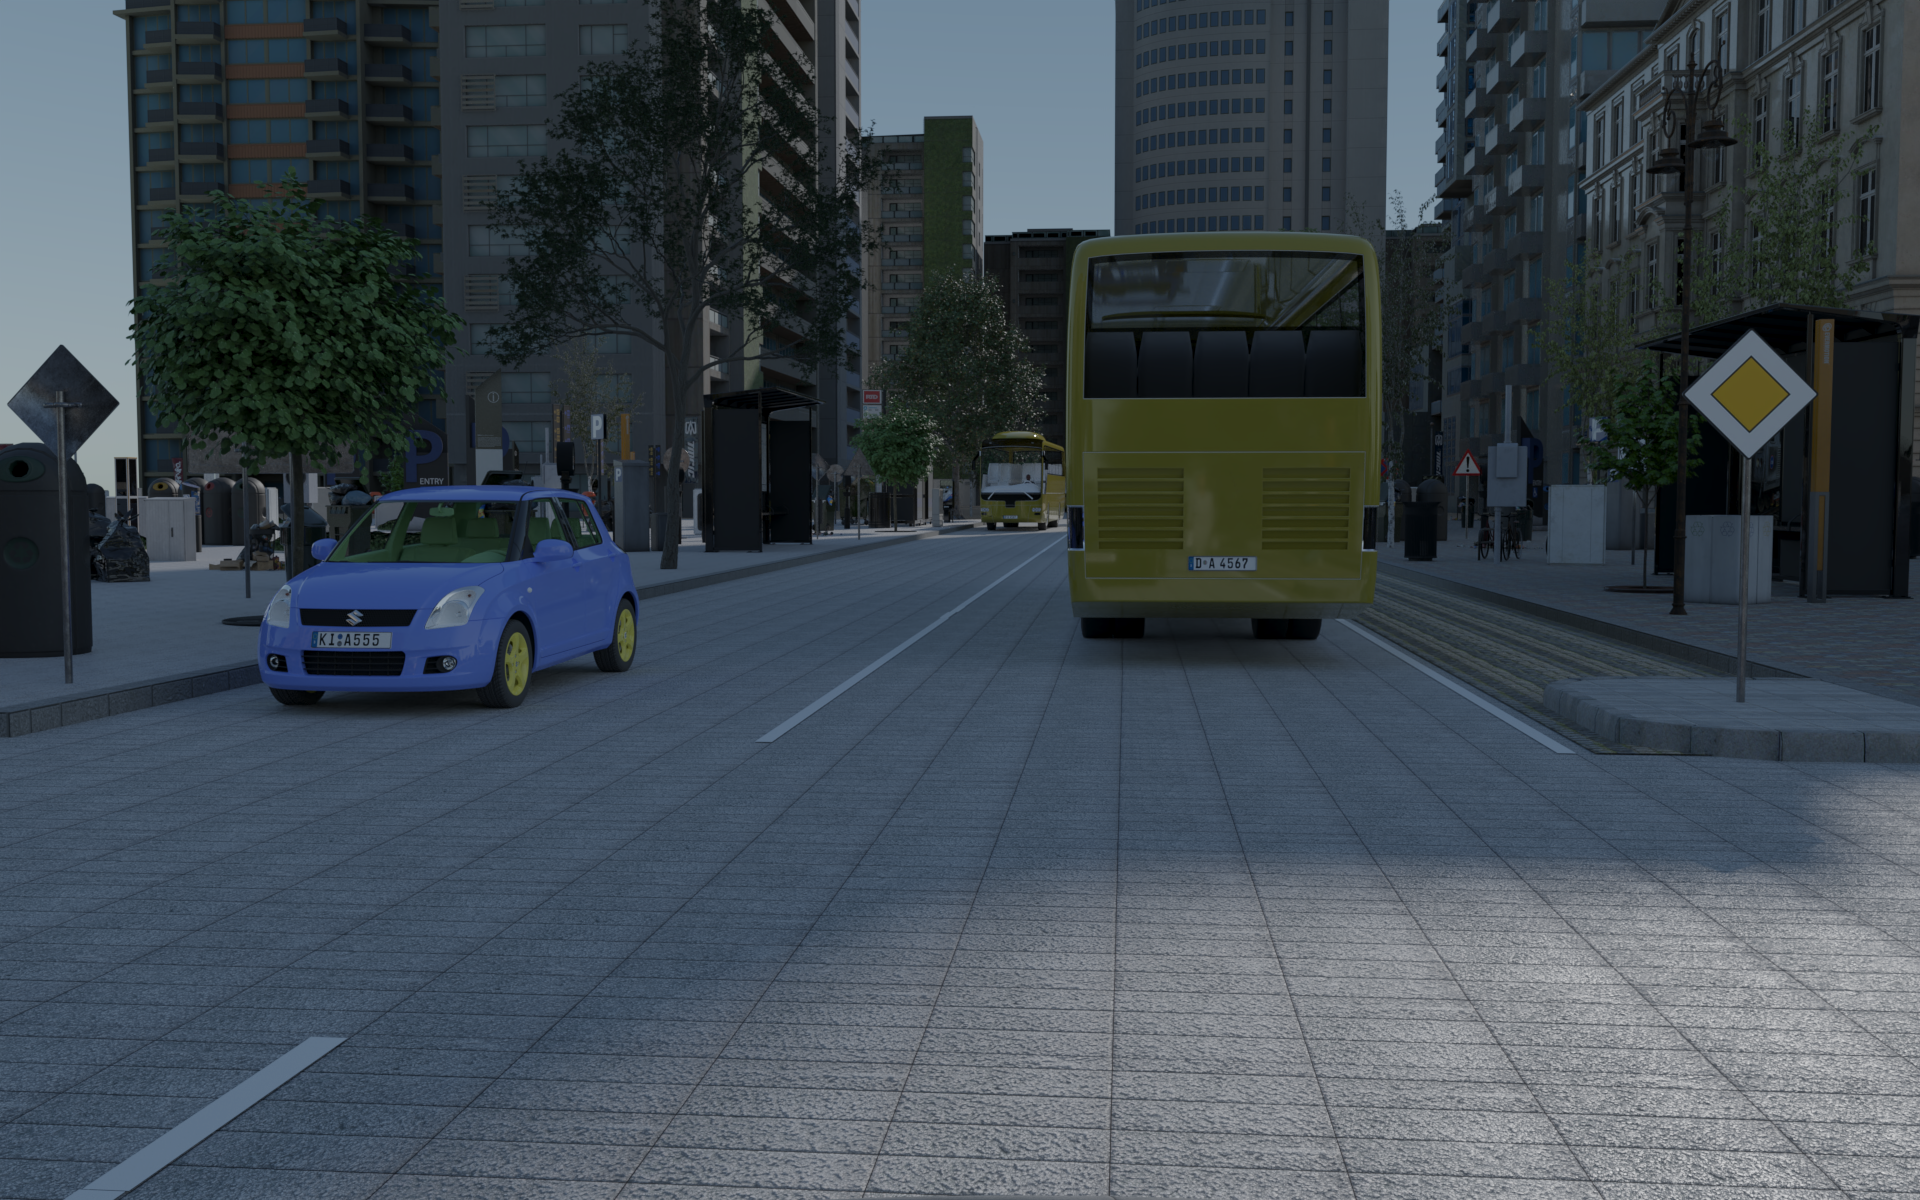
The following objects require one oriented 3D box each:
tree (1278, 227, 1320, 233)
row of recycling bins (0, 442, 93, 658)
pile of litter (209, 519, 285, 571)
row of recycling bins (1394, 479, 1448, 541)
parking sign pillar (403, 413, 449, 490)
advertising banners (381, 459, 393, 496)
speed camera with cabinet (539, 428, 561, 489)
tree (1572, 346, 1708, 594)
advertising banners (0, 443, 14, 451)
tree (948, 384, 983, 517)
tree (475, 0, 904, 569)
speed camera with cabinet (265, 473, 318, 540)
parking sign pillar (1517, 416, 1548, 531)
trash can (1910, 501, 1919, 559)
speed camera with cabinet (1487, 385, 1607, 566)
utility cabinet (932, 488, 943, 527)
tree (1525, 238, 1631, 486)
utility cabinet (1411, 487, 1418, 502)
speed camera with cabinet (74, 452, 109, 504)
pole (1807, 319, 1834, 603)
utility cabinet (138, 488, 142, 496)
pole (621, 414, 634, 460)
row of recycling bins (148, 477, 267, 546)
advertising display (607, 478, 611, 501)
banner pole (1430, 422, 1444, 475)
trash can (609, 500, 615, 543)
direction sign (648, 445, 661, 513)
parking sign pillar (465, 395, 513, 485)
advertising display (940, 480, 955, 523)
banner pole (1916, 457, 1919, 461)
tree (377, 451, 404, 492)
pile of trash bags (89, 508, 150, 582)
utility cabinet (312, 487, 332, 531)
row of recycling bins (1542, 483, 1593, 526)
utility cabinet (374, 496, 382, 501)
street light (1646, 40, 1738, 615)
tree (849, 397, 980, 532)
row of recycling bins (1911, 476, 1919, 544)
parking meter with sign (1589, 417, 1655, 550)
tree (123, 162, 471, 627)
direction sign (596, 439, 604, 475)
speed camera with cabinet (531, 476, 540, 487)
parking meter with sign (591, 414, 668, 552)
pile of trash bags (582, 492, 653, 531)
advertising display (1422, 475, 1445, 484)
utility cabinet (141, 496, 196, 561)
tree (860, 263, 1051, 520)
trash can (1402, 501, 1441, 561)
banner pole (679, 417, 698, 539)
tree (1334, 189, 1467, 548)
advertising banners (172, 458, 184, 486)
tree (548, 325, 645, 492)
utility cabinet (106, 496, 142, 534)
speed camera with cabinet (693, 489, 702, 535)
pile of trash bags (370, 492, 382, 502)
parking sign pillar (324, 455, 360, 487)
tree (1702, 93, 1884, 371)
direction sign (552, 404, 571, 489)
[{"bbox_3d":[14.112,-9.520,73.783,7.486,12.596,7.792,0,3,0],"label":"tree"},{"bbox_3d":[-8.760,-0.427,14.088,3.534,1.692,1.069,0,4,7],"label":"row of recycling bins"},{"bbox_3d":[-11.981,-0.940,29.332,1.719,0.858,1.176,3,5,42],"label":"pile of litter"},{"bbox_3d":[11.636,-2.489,47.809,3.534,1.692,1.069,1,4,13],"label":"row of recycling bins"},{"bbox_3d":[-16.227,-3.924,52.637,1.447,3.967,1.447,-1,4,-16],"label":"parking sign pillar"},{"bbox_3d":[-28.705,-5.553,86.987,0.090,3.025,2.074,0,4,4],"label":"advertising banners"},{"bbox_3d":[-11.937,-3.472,51.101,0.660,3.252,2.038,-1,4,-16],"label":"speed camera with cabinet"},{"bbox_3d":[8.890,-1.721,22.741,1.663,3.219,1.824,0,3,0],"label":"tree"},{"bbox_3d":[-32.087,-3.886,59.727,2.074,3.025,0.090,0,4,1],"label":"advertising banners"},{"bbox_3d":[0.874,-9.057,98.442,4.360,8.622,3.978,0,3,0],"label":"tree"},{"bbox_3d":[-4.654,-5.798,29.218,7.601,10.594,8.767,1,4,14],"label":"tree"},{"bbox_3d":[-17.739,-3.087,44.808,2.038,3.252,0.660,0,4,3],"label":"speed camera with cabinet"},{"bbox_3d":[19.852,-4.395,60.333,1.447,3.967,1.447,3,5,43],"label":"parking sign pillar"},{"bbox_3d":[18.724,-1.387,34.332,0.748,1.137,0.748,0,3,0],"label":"trash can"},{"bbox_3d":[10.670,-2.272,31.479,2.038,3.252,0.660,1,4,19],"label":"speed camera with cabinet"},{"bbox_3d":[-0.867,-3.624,67.930,0.318,1.500,1.173,0,4,6],"label":"utility cabinet"},{"bbox_3d":[18.747,-6.141,50.762,4.737,8.622,4.395,0,3,0],"label":"tree"},{"bbox_3d":[14.288,-2.811,54.634,1.173,1.500,0.318,-2,4,-26],"label":"utility cabinet"},{"bbox_3d":[-35.323,-4.623,69.930,0.660,3.252,2.038,1,4,15],"label":"speed camera with cabinet"},{"bbox_3d":[10.106,-1.620,20.335,0.158,3.312,0.155,0,3,0],"label":"pole"},{"bbox_3d":[-27.192,-2.955,56.994,0.318,1.500,1.173,-3,4,-38],"label":"utility cabinet"},{"bbox_3d":[-8.502,-3.073,44.079,0.158,3.312,0.155,0,3,0],"label":"pole"},{"bbox_3d":[-18.982,-2.237,43.695,3.534,1.692,1.069,1,4,21],"label":"row of recycling bins"},{"bbox_3d":[-14.154,-3.955,69.877,0.123,1.923,0.974,-1,4,-11],"label":"advertising display"},{"bbox_3d":[16.639,-4.318,60.617,0.863,3.779,0.401,-3,4,-36],"label":"banner pole"},{"bbox_3d":[-8.013,-1.823,41.458,0.748,1.137,0.748,0,3,0],"label":"trash can"},{"bbox_3d":[-14.090,-5.380,79.966,0.876,3.537,0.379,3,5,43],"label":"direction sign"},{"bbox_3d":[-12.901,-3.612,47.535,1.447,3.967,1.447,2,4,33],"label":"parking sign pillar"},{"bbox_3d":[-0.579,-4.438,77.775,0.123,1.923,0.974,-3,4,-37],"label":"advertising display"},{"bbox_3d":[9.132,-1.575,15.776,0.863,3.779,0.401,0,4,-3],"label":"banner pole"},{"bbox_3d":[-25.045,-5.021,76.692,1.663,3.219,1.824,0,3,0],"label":"tree"},{"bbox_3d":[-13.667,-0.932,24.990,3.447,1.369,1.912,-3,4,-38],"label":"pile of trash bags"},{"bbox_3d":[-20.264,-2.861,55.456,0.318,1.500,1.173,2,4,34],"label":"utility cabinet"},{"bbox_3d":[22.174,-3.522,64.694,3.534,1.692,1.069,0,4,-8],"label":"row of recycling bins"},{"bbox_3d":[-21.597,-3.326,65.542,1.020,1.237,0.306,-2,4,-31],"label":"utility cabinet"},{"bbox_3d":[7.656,-2.783,18.284,0.468,5.910,1.993,0,4,5],"label":"street light"},{"bbox_3d":[-2.114,-4.583,58.647,4.285,4.588,4.351,0,3,0],"label":"tree"},{"bbox_3d":[21.954,-2.062,40.822,3.534,1.692,1.069,3,4,38],"label":"row of recycling bins"},{"bbox_3d":[15.238,-2.655,39.675,1.738,3.016,0.543,-2,4,-26],"label":"parking meter with sign"},{"bbox_3d":[-6.625,-2.050,17.239,4.285,4.588,4.351,0,3,0],"label":"tree"},{"bbox_3d":[-14.819,-4.854,71.353,0.379,3.537,0.876,0,4,5],"label":"direction sign"},{"bbox_3d":[-21.460,-5.692,87.405,0.660,3.252,2.038,-2,4,-27],"label":"speed camera with cabinet"},{"bbox_3d":[-7.259,-2.579,38.433,1.738,3.016,0.543,-3,5,-41],"label":"parking meter with sign"},{"bbox_3d":[-13.022,-3.384,65.080,3.447,1.369,1.912,3,4,36],"label":"pile of trash bags"},{"bbox_3d":[15.960,-3.257,58.465,0.123,1.923,0.974,-2,4,-27],"label":"advertising display"},{"bbox_3d":[-15.152,-1.350,33.238,1.020,1.237,0.306,2,4,24],"label":"utility cabinet"},{"bbox_3d":[-0.143,-10.348,86.193,9.611,12.733,9.660,0,3,0],"label":"tree"},{"bbox_3d":[8.835,-1.318,33.202,0.748,1.137,0.748,0,3,0],"label":"trash can"},{"bbox_3d":[-7.828,-3.644,49.599,0.863,3.779,0.401,2,4,25],"label":"banner pole"},{"bbox_3d":[10.080,-5.554,41.169,4.360,8.622,3.978,0,3,0],"label":"tree"},{"bbox_3d":[-36.755,-5.321,83.184,2.074,3.025,0.090,0,4,-5],"label":"advertising banners"},{"bbox_3d":[-15.936,-7.618,74.913,4.360,8.622,3.978,0,3,0],"label":"tree"},{"bbox_3d":[-22.825,-2.222,47.490,1.020,1.237,0.306,-1,4,-18],"label":"utility cabinet"},{"bbox_3d":[-7.358,-3.687,54.620,2.038,3.252,0.660,0,4,3],"label":"speed camera with cabinet"},{"bbox_3d":[-23.201,-3.875,73.115,3.447,1.369,1.912,-2,4,-24],"label":"pile of trash bags"},{"bbox_3d":[-24.224,-4.855,67.856,1.447,3.967,1.447,-2,4,-27],"label":"parking sign pillar"},{"bbox_3d":[15.257,-5.035,32.687,4.737,8.622,4.395,0,3,0],"label":"tree"},{"bbox_3d":[-10.118,-3.185,44.073,0.379,3.537,0.876,1,4,16],"label":"direction sign"}]
